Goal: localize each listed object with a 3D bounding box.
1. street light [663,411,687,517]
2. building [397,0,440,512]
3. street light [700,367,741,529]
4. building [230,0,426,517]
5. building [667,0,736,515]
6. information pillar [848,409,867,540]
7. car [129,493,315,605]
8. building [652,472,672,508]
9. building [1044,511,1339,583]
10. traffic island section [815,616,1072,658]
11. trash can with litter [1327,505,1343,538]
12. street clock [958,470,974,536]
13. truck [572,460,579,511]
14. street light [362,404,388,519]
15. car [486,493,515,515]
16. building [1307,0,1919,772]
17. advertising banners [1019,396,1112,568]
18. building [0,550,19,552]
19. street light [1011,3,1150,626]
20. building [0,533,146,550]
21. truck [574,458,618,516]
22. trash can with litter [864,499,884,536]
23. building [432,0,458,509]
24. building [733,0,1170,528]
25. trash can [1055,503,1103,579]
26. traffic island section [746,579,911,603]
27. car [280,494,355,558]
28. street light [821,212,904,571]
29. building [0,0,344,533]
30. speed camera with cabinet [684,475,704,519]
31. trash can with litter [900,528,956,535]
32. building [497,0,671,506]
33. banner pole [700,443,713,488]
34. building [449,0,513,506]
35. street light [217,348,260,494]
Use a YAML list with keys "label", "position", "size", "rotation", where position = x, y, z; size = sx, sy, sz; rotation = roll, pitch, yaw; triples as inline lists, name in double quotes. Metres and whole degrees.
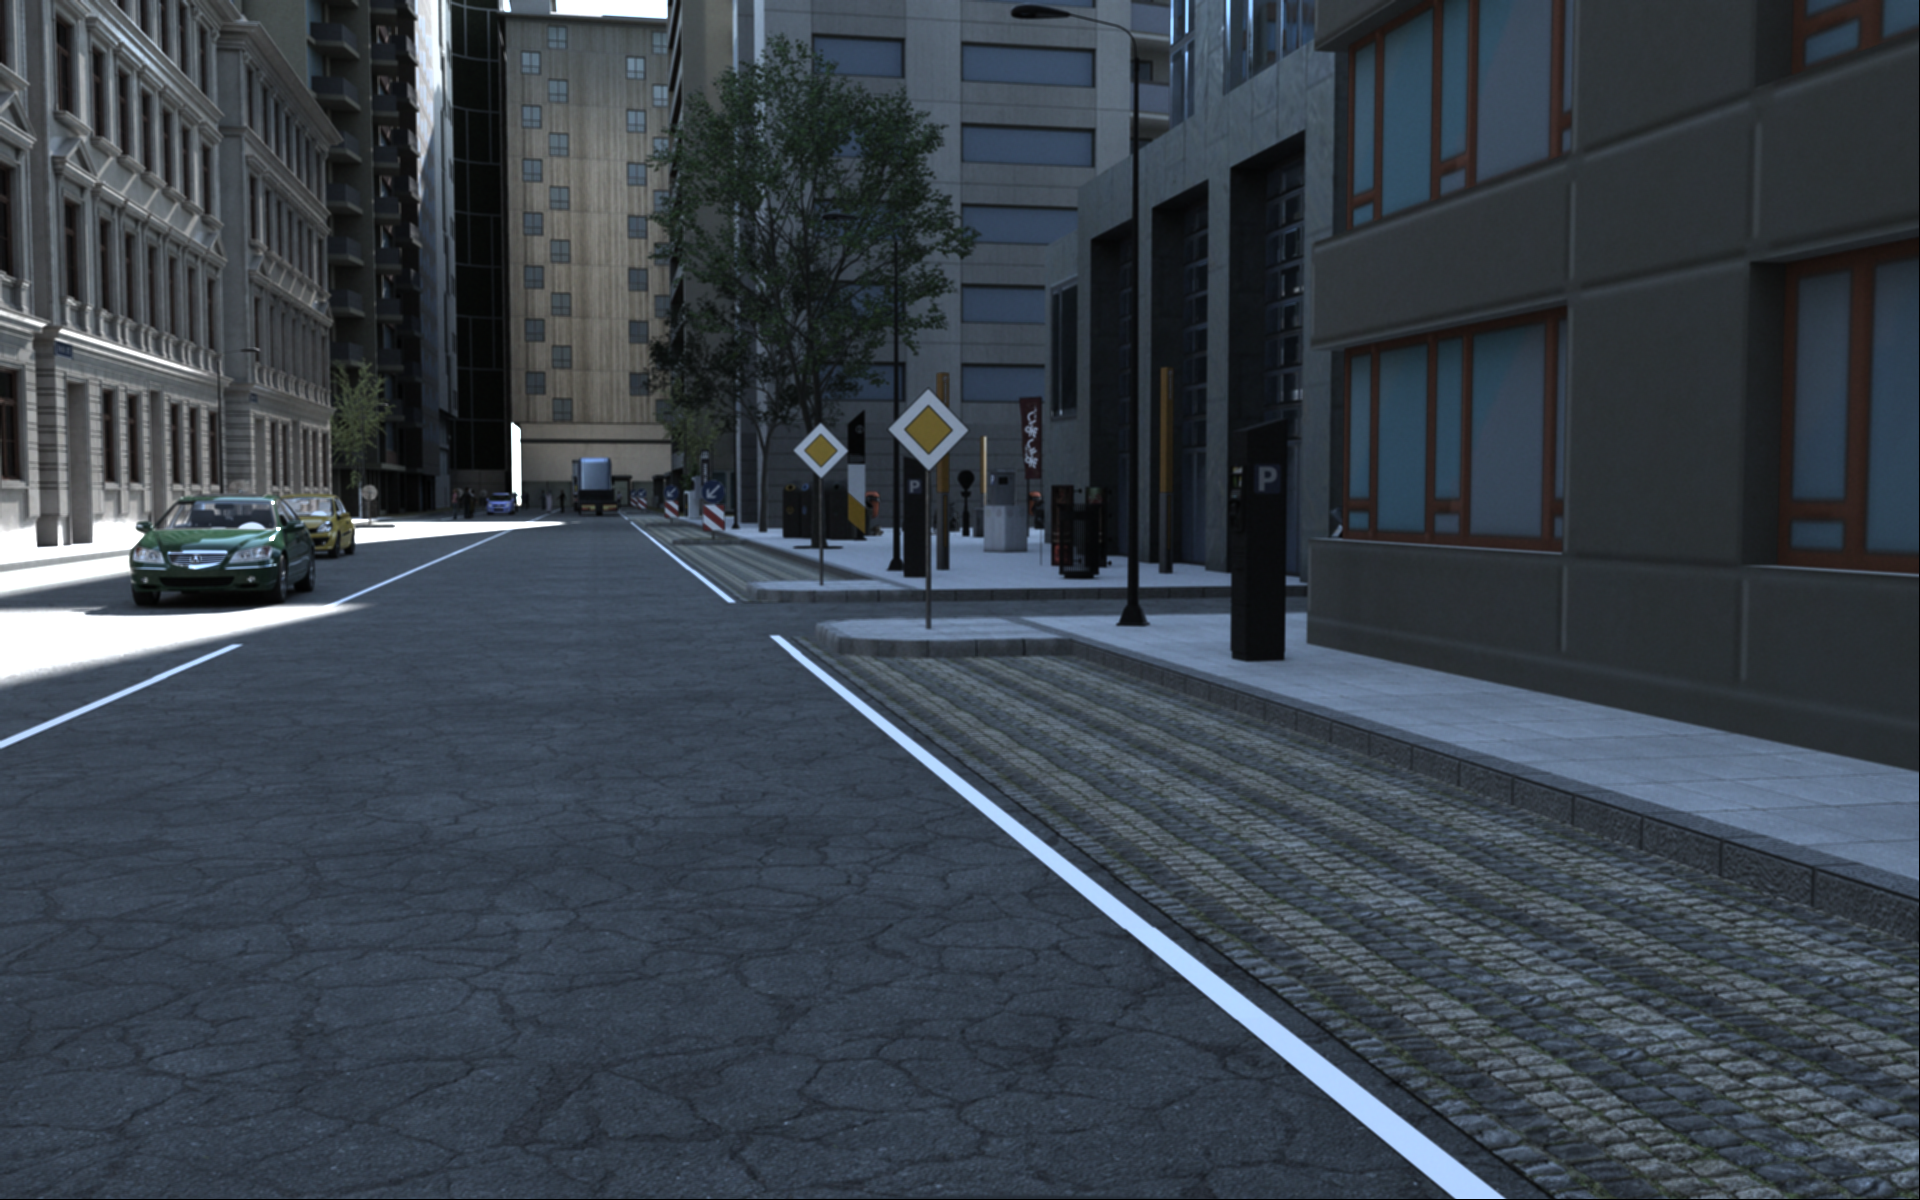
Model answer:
- label: "street light"
  position: [-15.991, -7.647, 97.565]
  size: [1.470, 5.913, 1.316]
  rotation: [-1, 4, -12]
- label: "building"
  position: [-46.762, -29.266, 128.614]
  size: [14.600, 45.320, 14.200]
  rotation: [-1, 4, -12]
- label: "street light"
  position: [-8.786, -5.563, 63.499]
  size: [1.470, 5.913, 1.316]
  rotation: [-1, 4, -12]
- label: "building"
  position: [-45.401, -27.633, 106.422]
  size: [22.147, 44.769, 28.867]
  rotation: [-1, 4, -12]
- label: "building"
  position: [-8.447, -30.161, 116.830]
  size: [21.300, 48.544, 21.600]
  rotation: [-1, 4, -12]
- label: "information pillar"
  position: [-2.846, -3.456, 47.858]
  size: [0.504, 3.616, 0.183]
  rotation: [-1, 4, -15]
- label: "car"
  position: [-10.101, -0.744, 23.957]
  size: [2.131, 1.459, 4.920]
  rotation: [-1, 4, -13]
- label: "building"
  position: [-12.804, -28.870, 163.913]
  size: [32.217, 40.220, 23.993]
  rotation: [-1, 4, -12]
- label: "building"
  position: [18.026, -44.220, 35.664]
  size: [31.000, 86.520, 22.319]
  rotation: [-1, 4, -12]
- label: "traffic island section"
  position: [-0.282, 0.353, 16.512]
  size: [2.009, 0.180, 2.903]
  rotation: [-1, 4, -12]
- label: "trash can with litter"
  position: [4.173, -0.366, 17.371]
  size: [0.624, 1.170, 1.055]
  rotation: [-2, 4, -27]
- label: "street clock"
  position: [0.181, -2.942, 52.676]
  size: [0.471, 2.002, 0.358]
  rotation: [-1, 4, -13]
- label: "truck"
  position: [-31.676, -9.706, 147.602]
  size: [2.839, 4.237, 11.283]
  rotation: [-1, 4, -12]
- label: "street light"
  position: [-30.199, -7.148, 89.412]
  size: [1.470, 5.913, 1.316]
  rotation: [-1, 4, -12]
- label: "car"
  position: [-31.901, -6.773, 120.332]
  size: [1.945, 1.707, 3.694]
  rotation: [-1, 4, -10]
- label: "building"
  position: [19.477, -9.657, 2.939]
  size: [27.650, 21.520, 28.899]
  rotation: [-1, 4, -12]
- label: "advertising banners"
  position: [1.845, -2.115, 30.767]
  size: [2.074, 3.025, 0.090]
  rotation: [3, 5, 42]
- label: "building"
  position: [-24.491, -11.818, 29.389]
  size: [11.583, 22.565, 21.152]
  rotation: [-1, 4, -12]
- label: "street light"
  position: [1.165, -2.700, 16.690]
  size: [1.470, 5.913, 1.316]
  rotation: [-1, 4, -12]
- label: "building"
  position: [-28.839, -13.082, 50.050]
  size: [11.583, 22.565, 21.152]
  rotation: [-1, 4, -12]
- label: "truck"
  position: [-25.645, -8.098, 122.153]
  size: [2.967, 4.110, 18.799]
  rotation: [-1, 4, -13]
- label: "trash can with litter"
  position: [-2.854, -2.554, 53.150]
  size: [0.624, 1.170, 1.055]
  rotation: [2, 4, 35]
- label: "building"
  position: [-58.760, -34.401, 151.693]
  size: [27.495, 52.752, 28.713]
  rotation: [-1, 4, -12]
- label: "building"
  position: [0.220, -32.820, 78.600]
  size: [21.231, 58.520, 28.212]
  rotation: [-1, 4, -12]
- label: "trash can"
  position: [1.813, -0.898, 26.343]
  size: [0.748, 1.137, 0.748]
  rotation: [0, 3, 0]
- label: "traffic island section"
  position: [-1.925, -0.125, 24.327]
  size: [2.009, 0.180, 2.903]
  rotation: [-1, 4, -12]
- label: "car"
  position: [-14.941, -1.798, 39.624]
  size: [2.015, 1.641, 3.980]
  rotation: [-1, 4, -12]
- label: "street light"
  position: [-1.594, -3.441, 28.810]
  size: [1.470, 5.913, 1.316]
  rotation: [-1, 4, -12]
- label: "building"
  position: [-32.846, -14.385, 71.356]
  size: [11.583, 22.565, 21.152]
  rotation: [-1, 4, -12]
- label: "speed camera with cabinet"
  position: [-13.501, -5.733, 88.068]
  size: [0.660, 3.252, 2.038]
  rotation: [-2, 4, -24]
- label: "trash can with litter"
  position: [-1.145, -2.689, 55.017]
  size: [1.678, 1.210, 2.233]
  rotation: [-1, 4, -14]
- label: "building"
  position: [-36.144, -36.904, 192.618]
  size: [27.495, 52.752, 28.713]
  rotation: [-1, 4, -12]
- label: "banner pole"
  position: [-12.374, -5.815, 85.100]
  size: [0.863, 3.779, 0.401]
  rotation: [2, 4, 24]
- label: "building"
  position: [-58.863, -45.564, 183.222]
  size: [20.611, 71.187, 20.563]
  rotation: [-1, 4, -12]
- label: "street light"
  position: [-23.013, -5.058, 55.234]
  size: [1.470, 5.913, 1.316]
  rotation: [-1, 4, -12]
